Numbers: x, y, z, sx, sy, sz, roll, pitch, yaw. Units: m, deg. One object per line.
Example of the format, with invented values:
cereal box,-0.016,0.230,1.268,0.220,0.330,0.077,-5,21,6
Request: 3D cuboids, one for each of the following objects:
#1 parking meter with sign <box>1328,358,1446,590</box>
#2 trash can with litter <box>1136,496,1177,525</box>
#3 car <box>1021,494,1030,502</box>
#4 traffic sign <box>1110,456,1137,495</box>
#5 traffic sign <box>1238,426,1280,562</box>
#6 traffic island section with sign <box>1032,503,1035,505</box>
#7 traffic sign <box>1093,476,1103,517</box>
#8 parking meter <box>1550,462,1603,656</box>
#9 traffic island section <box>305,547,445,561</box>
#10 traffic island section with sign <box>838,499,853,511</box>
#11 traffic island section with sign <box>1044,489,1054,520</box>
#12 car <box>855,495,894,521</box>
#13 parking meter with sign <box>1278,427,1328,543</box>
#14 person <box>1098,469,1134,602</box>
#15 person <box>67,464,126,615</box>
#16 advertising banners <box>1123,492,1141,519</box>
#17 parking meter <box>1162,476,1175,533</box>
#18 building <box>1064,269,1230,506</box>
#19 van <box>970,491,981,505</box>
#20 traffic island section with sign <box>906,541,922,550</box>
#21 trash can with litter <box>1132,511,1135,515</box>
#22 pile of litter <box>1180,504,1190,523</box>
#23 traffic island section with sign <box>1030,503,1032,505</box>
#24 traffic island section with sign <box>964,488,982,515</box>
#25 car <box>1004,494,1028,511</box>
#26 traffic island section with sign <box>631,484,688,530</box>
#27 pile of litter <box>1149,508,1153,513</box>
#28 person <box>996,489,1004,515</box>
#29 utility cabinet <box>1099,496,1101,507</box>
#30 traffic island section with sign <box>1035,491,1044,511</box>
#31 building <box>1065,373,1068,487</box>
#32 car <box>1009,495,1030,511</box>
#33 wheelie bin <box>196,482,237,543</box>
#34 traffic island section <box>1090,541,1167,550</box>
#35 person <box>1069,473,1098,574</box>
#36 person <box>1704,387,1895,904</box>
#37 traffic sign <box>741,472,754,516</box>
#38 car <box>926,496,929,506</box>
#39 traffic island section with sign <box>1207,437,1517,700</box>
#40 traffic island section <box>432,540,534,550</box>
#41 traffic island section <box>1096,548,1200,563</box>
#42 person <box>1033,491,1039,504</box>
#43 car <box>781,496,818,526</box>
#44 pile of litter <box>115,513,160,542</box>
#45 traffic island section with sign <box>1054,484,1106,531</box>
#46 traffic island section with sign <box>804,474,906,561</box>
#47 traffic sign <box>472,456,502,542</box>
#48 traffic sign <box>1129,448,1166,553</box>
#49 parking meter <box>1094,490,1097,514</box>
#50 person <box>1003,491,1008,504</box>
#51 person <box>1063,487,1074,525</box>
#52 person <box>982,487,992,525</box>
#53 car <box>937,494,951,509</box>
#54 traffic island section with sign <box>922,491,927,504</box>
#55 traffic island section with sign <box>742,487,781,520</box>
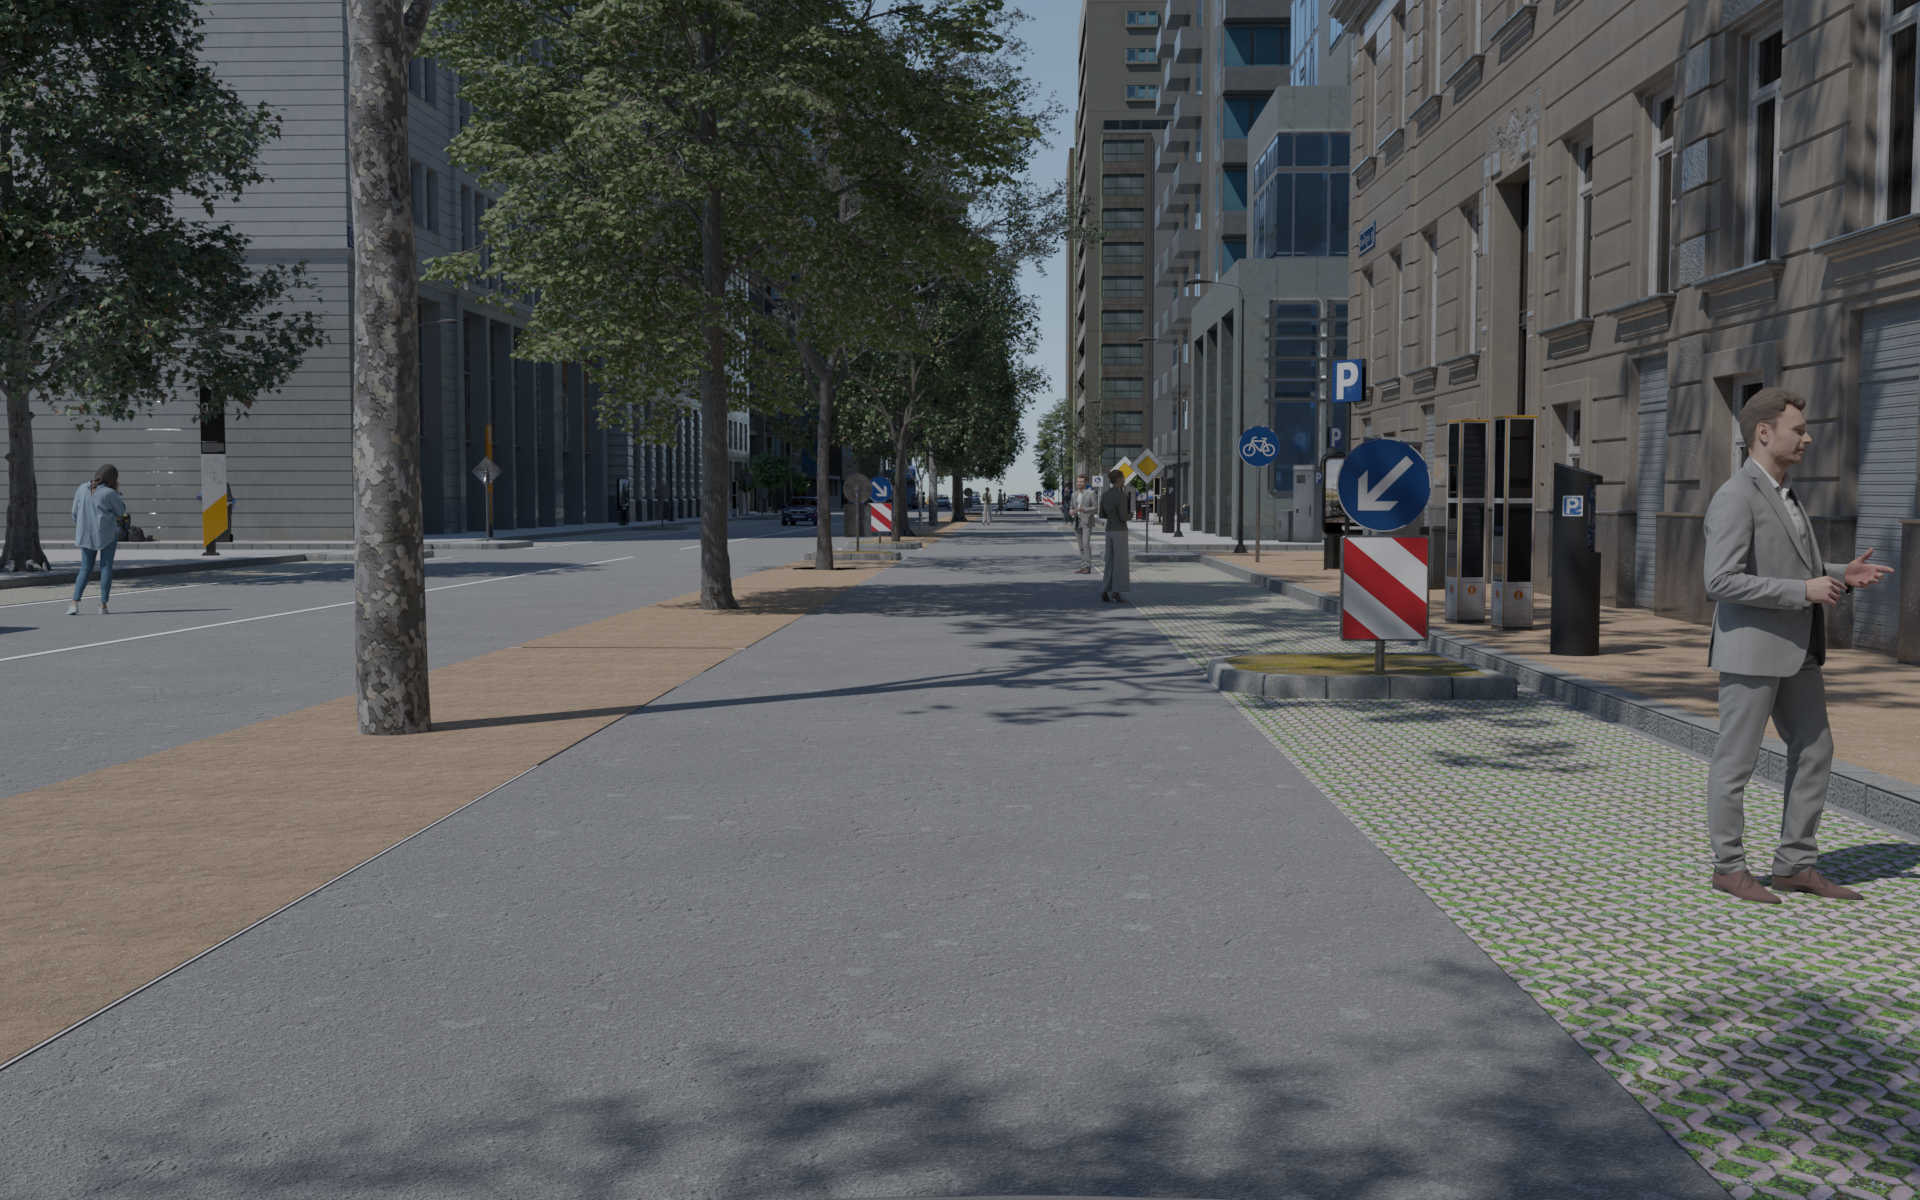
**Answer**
parking meter with sign,5.757,-1.633,22.962,1.738,3.016,0.543,-2,4,-31
trash can with litter,8.184,-3.698,71.514,1.678,1.210,2.233,0,4,1
car,8.043,-13.137,223.823,2.155,1.783,4.494,0,4,1
traffic sign,4.334,-2.562,45.537,0.795,2.450,0.064,0,4,2
traffic sign,5.586,-1.978,32.440,0.768,2.556,0.104,0,4,5
traffic island section with sign,8.429,-10.005,172.210,1.989,1.847,2.006,0,4,2
traffic sign,7.772,-5.848,97.752,0.606,2.300,0.079,0,4,5
parking meter,4.917,-0.331,13.815,0.372,1.533,0.369,0,3,0
traffic island section,-12.901,-0.975,38.226,2.009,0.180,2.903,0,4,2
traffic island section with sign,-9.171,-8.388,145.771,1.989,1.847,2.006,0,4,2
traffic island section with sign,5.742,-5.269,94.784,1.989,1.847,2.006,0,4,2
car,-3.443,-3.695,72.420,2.014,1.417,4.499,0,4,2
parking meter with sign,9.177,-3.021,45.648,0.543,3.016,1.738,-3,5,-41
person,2.096,-0.848,22.921,0.362,1.759,0.519,-2,4,-35
person,-10.288,-0.724,20.599,0.793,1.790,0.793,-2,4,-34
advertising banners,9.109,-5.597,87.694,2.074,3.025,0.090,-1,4,-18
parking meter,6.833,-3.125,56.798,0.399,1.863,0.255,-2,4,-28
building,27.331,-58.087,262.397,22.319,86.520,31.000,0,4,2
van,1.937,-14.015,236.151,2.013,2.044,4.112,0,4,4
traffic island section with sign,-2.048,-2.285,45.496,2.006,1.907,1.989,0,4,2
trash can with litter,9.968,-5.584,102.690,0.624,1.170,1.055,-3,4,-36
pile of litter,10.329,-3.853,76.954,1.176,0.858,1.719,3,4,36
traffic island section with sign,10.358,-13.404,227.783,1.989,1.847,2.006,0,4,2
traffic island section with sign,0.551,-6.878,120.589,2.006,1.907,1.989,0,4,2
car,4.714,-8.123,144.819,2.014,1.417,4.499,0,4,3
traffic island section with sign,-11.851,-3.671,68.653,1.989,1.847,2.006,0,4,2
pile of litter,12.748,-6.274,116.553,1.719,0.858,1.176,1,4,12
person,2.718,-6.728,118.722,0.641,1.798,0.478,-1,4,-12
utility cabinet,7.828,-5.128,95.000,0.306,1.237,1.020,1,4,11
traffic island section with sign,7.477,-8.335,144.911,1.989,1.847,2.006,0,4,2
building,25.376,-37.489,236.639,21.300,48.544,21.600,0,4,2
car,5.059,-8.359,149.250,1.945,1.354,3.894,0,4,1
wheelie bin,-19.699,-2.320,45.841,0.980,1.594,0.693,-3,5,-41
traffic island section,4.357,-1.427,45.613,2.009,0.180,2.903,0,4,2
person,2.168,-1.376,31.193,0.606,1.804,0.583,2,4,35
person,2.896,0.163,6.038,0.583,1.804,0.606,3,5,44
traffic sign,-12.412,-6.167,100.936,0.768,2.556,0.104,0,4,6
car,-3.189,-12.358,212.272,2.015,1.641,3.980,0,4,2
traffic island section with sign,2.899,-0.265,12.954,1.989,1.847,2.006,0,4,2
traffic island section,-12.624,-1.463,46.206,2.009,0.180,2.903,0,4,2
traffic island section,4.080,-0.939,37.633,2.009,0.180,2.903,0,4,2
person,10.370,-13.647,231.557,1.348,1.831,0.705,3,4,38
car,-7.135,-4.091,79.466,1.945,1.354,3.894,0,4,3
pile of litter,-22.428,-1.989,46.480,1.719,0.858,1.176,1,4,9
traffic island section with sign,4.802,-3.619,67.798,1.989,1.847,2.006,0,4,2
traffic island section with sign,-2.315,-1.832,38.093,2.006,1.907,1.989,0,4,2
traffic sign,-12.600,-2.599,46.143,0.795,2.450,0.064,0,4,2
traffic sign,4.056,-2.074,37.557,0.795,2.450,0.064,0,4,2
parking meter,8.509,-6.145,108.885,0.372,1.533,0.369,0,3,0
person,6.475,-14.776,250.107,0.705,1.821,1.348,3,5,43
person,4.968,-4.344,79.944,0.534,1.772,0.576,-3,5,-40
person,1.285,-4.331,79.863,0.519,1.759,0.362,2,4,34
car,-1.819,-9.473,166.892,2.014,1.417,4.499,0,3,0
traffic island section with sign,-5.368,-15.082,255.214,1.989,1.847,2.006,0,4,2
traffic island section with sign,-10.915,-5.319,95.592,1.989,1.847,2.006,0,4,2
